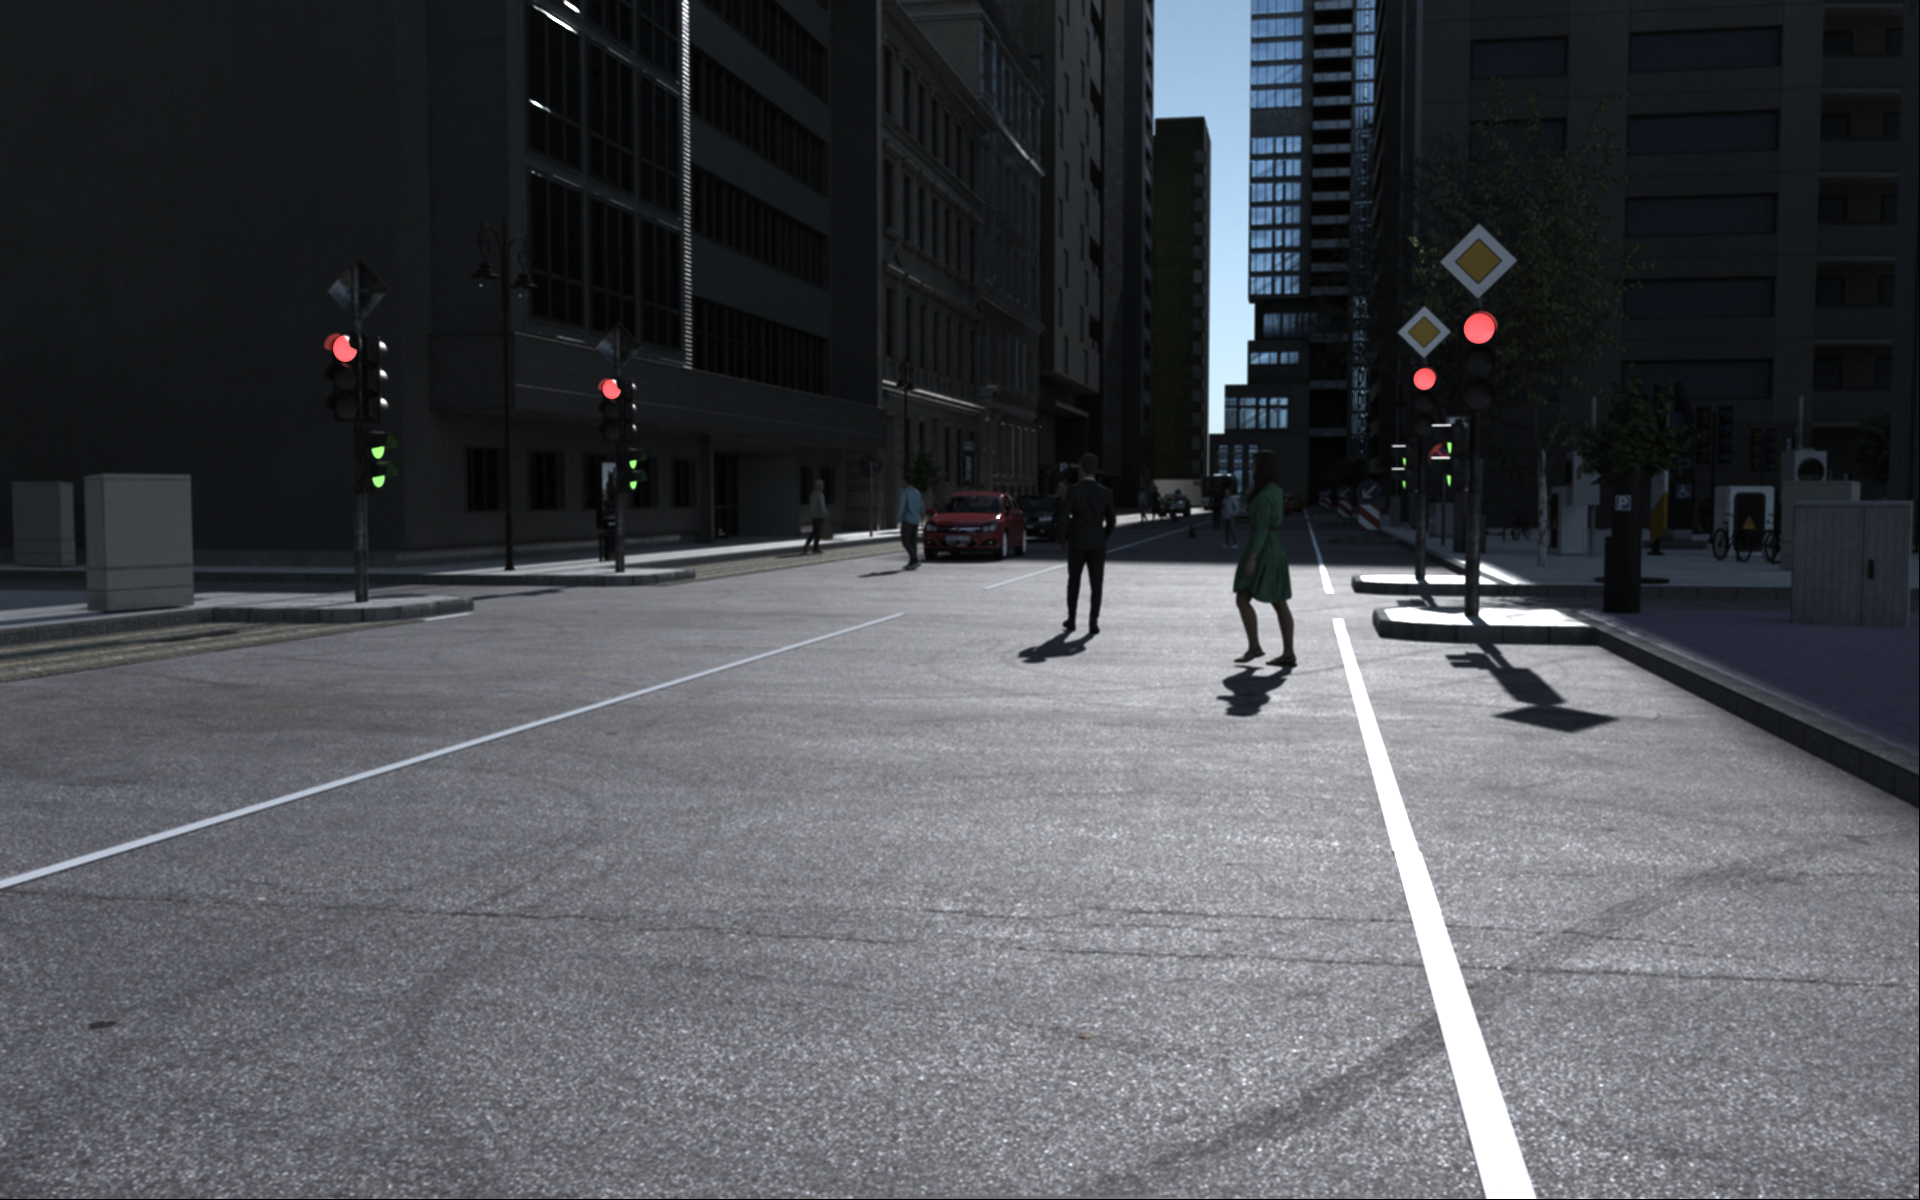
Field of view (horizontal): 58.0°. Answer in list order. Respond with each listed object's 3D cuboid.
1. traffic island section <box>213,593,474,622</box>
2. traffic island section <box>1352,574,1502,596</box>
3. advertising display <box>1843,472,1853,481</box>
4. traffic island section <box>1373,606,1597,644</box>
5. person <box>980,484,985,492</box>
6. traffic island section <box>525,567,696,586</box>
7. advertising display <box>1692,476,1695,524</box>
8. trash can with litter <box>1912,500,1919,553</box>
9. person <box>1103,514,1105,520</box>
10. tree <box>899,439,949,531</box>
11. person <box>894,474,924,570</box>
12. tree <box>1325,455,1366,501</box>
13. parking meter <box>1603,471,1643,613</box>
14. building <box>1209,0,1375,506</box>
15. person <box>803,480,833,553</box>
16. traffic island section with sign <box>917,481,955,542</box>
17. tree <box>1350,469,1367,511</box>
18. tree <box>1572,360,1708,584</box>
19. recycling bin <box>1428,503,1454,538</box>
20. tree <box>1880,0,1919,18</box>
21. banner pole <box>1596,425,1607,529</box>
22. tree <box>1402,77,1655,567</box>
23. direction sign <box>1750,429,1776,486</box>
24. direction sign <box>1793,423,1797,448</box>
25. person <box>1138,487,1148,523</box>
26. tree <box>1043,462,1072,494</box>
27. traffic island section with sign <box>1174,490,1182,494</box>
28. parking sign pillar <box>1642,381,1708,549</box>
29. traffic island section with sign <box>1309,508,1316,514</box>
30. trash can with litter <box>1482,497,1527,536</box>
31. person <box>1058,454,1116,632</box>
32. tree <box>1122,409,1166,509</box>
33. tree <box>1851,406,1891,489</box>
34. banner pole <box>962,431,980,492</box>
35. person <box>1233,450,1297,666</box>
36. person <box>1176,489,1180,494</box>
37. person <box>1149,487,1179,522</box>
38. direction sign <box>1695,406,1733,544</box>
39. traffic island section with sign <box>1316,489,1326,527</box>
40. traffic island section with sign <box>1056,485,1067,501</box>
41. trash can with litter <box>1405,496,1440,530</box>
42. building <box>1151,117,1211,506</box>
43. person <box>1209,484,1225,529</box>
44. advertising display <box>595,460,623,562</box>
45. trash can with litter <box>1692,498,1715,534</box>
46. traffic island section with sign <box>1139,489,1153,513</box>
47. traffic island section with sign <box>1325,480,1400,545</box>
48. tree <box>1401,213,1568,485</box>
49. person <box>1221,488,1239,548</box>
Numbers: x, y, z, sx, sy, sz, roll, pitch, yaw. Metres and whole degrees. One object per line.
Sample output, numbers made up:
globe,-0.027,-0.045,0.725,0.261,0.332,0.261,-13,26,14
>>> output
traffic island section,-7.152,0.099,20.668,2.009,0.180,2.903,1,4,11
traffic island section,6.939,-0.230,26.043,2.009,0.180,2.903,1,4,11
advertising display,25.821,-2.765,50.419,0.123,1.923,0.974,1,4,20
traffic island section,5.400,0.249,18.207,2.009,0.180,2.903,1,4,11
person,0.759,-2.982,57.590,0.374,1.781,0.599,2,4,33
traffic island section,-5.613,-0.381,28.504,2.009,0.180,2.903,1,4,11
advertising display,26.332,-3.519,62.747,0.123,1.923,0.974,0,4,-3
trash can with litter,20.999,-1.654,38.099,1.678,1.210,2.233,-2,4,-28
person,7.725,-5.267,94.428,0.447,1.846,0.655,0,4,5
tree,-1.196,-4.039,60.632,1.663,3.219,1.824,0,3,0
person,-0.926,-1.499,33.020,0.620,1.820,0.660,2,4,35
tree,32.579,-9.957,146.507,4.285,4.588,4.351,0,3,0
parking meter,7.183,-0.633,18.759,0.372,1.533,0.369,0,3,0
building,43.968,-53.715,190.919,31.000,86.520,22.319,1,4,11
person,-3.403,-1.992,41.561,0.515,1.767,0.782,-2,4,-35
traffic island section with sign,-0.531,-2.688,52.582,1.989,1.847,2.006,1,4,11
tree,30.853,-8.518,133.875,1.663,3.219,1.824,0,3,0
tree,9.703,-1.876,25.268,1.663,3.219,1.824,0,3,0
recycling bin,14.259,-2.353,51.020,0.722,1.027,0.722,0,4,-2
tree,6.876,-5.981,8.166,12.009,13.543,11.850,0,3,0
banner pole,23.271,-4.470,63.102,0.863,3.779,0.401,-2,4,-33
tree,10.130,-4.888,30.283,4.737,8.622,4.395,0,3,0
direction sign,27.730,-4.151,59.874,0.876,3.537,0.379,0,4,-1
direction sign,26.821,-3.889,55.575,0.379,3.537,0.876,3,4,39
person,9.156,-4.767,86.704,0.793,1.790,0.793,-3,5,-41
tree,5.602,-6.579,102.161,1.663,3.219,1.824,0,3,0
traffic island section with sign,19.523,-8.937,154.751,1.989,1.847,2.006,1,4,11
parking sign pillar,16.893,-3.201,40.810,1.447,3.967,1.447,0,4,8
traffic island section with sign,26.614,-7.188,126.146,1.989,1.847,2.006,1,4,11
trash can with litter,16.549,-2.620,53.897,2.233,1.210,1.678,0,4,6
person,1.288,-0.597,18.032,0.659,1.850,0.755,0,4,-8
tree,15.848,-12.137,148.796,4.737,8.622,4.395,0,3,0
tree,32.639,-4.680,60.230,4.285,4.588,4.351,0,3,0
banner pole,0.489,-4.818,68.796,0.863,3.779,0.401,0,4,-3
person,2.549,-0.347,14.424,0.529,1.795,0.600,1,4,14
person,18.235,-8.356,145.051,1.348,1.831,0.705,3,4,38
person,10.308,-4.856,88.110,1.509,1.804,0.699,2,4,32
direction sign,19.481,-3.230,44.804,0.876,3.537,0.379,2,4,35
traffic island section with sign,16.883,-4.159,76.633,1.989,1.847,2.006,1,4,11
traffic island section with sign,4.694,-4.319,79.237,1.989,1.847,2.006,1,4,11
trash can with litter,16.894,-3.159,62.711,2.233,1.210,1.678,-2,4,-26
building,20.395,-31.104,192.143,14.086,41.232,14.154,1,4,11
person,10.472,-3.809,70.554,0.659,1.850,0.755,1,4,11
advertising display,-6.710,-1.711,33.190,0.123,1.923,0.974,1,4,13
trash can with litter,23.800,-2.691,55.383,1.055,1.170,0.624,-2,4,-33
traffic island section with sign,14.325,-7.319,128.300,1.989,1.847,2.006,1,4,11
traffic island section with sign,11.702,-2.541,50.179,1.989,1.847,2.006,1,4,11
tree,13.467,-5.802,45.226,4.360,8.622,3.978,0,3,0
person,7.117,-2.176,45.883,0.330,1.601,0.589,-2,4,-32
